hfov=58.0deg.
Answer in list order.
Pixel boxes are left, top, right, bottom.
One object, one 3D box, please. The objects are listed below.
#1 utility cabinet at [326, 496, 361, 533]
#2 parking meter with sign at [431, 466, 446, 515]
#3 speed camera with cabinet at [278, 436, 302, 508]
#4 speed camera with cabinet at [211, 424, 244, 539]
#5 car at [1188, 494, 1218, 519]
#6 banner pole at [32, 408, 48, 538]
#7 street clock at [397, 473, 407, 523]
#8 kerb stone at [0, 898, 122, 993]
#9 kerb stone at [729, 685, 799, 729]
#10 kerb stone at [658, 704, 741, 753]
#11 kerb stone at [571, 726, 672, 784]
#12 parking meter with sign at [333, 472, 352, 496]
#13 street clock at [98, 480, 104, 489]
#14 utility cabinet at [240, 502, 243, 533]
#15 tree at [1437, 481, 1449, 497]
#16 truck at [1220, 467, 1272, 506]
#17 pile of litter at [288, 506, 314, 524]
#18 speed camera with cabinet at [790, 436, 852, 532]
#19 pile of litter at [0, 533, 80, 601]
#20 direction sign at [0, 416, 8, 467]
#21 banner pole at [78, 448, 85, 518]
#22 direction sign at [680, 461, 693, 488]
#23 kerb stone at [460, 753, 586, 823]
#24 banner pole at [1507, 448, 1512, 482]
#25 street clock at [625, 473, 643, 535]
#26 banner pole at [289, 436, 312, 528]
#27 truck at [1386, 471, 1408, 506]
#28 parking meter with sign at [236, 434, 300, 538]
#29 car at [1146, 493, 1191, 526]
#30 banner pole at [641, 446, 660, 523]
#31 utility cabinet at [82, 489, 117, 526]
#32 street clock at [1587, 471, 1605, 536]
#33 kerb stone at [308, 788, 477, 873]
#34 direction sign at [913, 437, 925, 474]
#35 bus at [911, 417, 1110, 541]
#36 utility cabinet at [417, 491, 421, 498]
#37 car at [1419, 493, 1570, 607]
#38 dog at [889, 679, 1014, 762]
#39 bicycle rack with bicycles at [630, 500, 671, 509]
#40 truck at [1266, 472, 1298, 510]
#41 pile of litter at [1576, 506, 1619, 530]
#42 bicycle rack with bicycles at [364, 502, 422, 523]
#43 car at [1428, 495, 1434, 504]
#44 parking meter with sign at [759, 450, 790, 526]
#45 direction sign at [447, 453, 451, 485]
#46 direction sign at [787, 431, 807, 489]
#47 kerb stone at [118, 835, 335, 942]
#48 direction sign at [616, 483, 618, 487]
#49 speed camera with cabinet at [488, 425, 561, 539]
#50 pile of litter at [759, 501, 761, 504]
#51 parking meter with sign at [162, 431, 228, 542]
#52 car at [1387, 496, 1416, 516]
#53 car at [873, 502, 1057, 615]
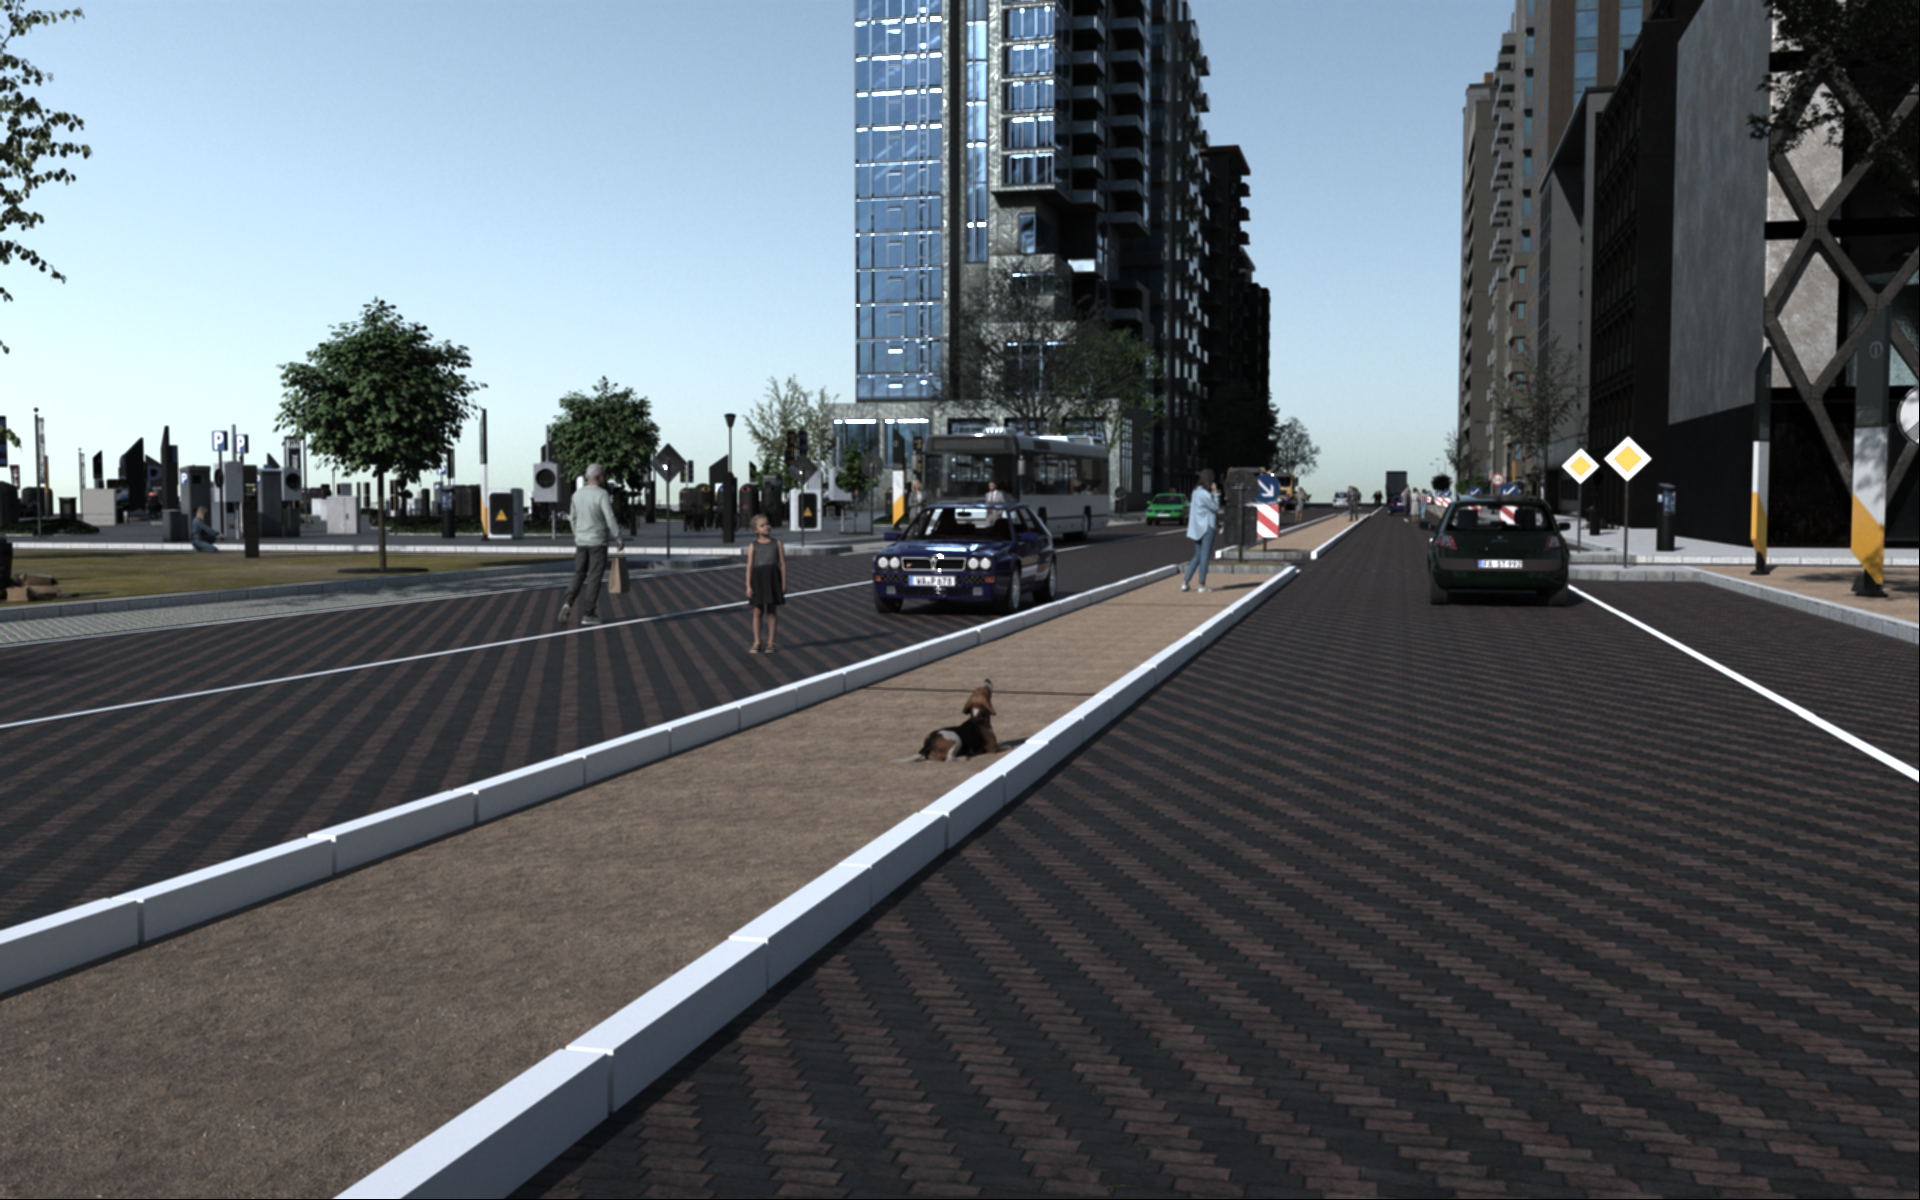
[{"bbox_3d":[-20.139,-2.777,56.571,1.020,1.237,0.306,0,4,6],"label":"utility cabinet"},{"bbox_3d":[-31.813,-6.689,105.625,0.543,3.016,1.738,0,4,-2],"label":"parking meter with sign"},{"bbox_3d":[-23.378,-3.934,58.649,0.660,3.252,2.038,3,5,41],"label":"speed camera with cabinet"},{"bbox_3d":[-21.263,-3.379,49.575,2.038,3.252,0.660,3,5,41],"label":"speed camera with cabinet"},{"bbox_3d":[13.861,-5.506,99.618,1.945,1.707,3.694,1,4,13],"label":"car"},{"bbox_3d":[-26.547,-3.670,50.018,0.863,3.779,0.401,3,5,45],"label":"banner pole"},{"bbox_3d":[-19.533,-3.432,60.688,0.358,2.002,0.471,-2,4,-34],"label":"street clock"},{"bbox_3d":[-2.780,1.051,5.005,0.120,0.150,1.000,1,4,14],"label":"kerb stone"},{"bbox_3d":[-1.263,0.687,10.972,0.120,0.150,1.000,1,4,14],"label":"kerb stone"},{"bbox_3d":[-1.518,0.747,9.981,0.120,0.150,1.000,1,4,14],"label":"kerb stone"},{"bbox_3d":[-1.770,0.808,8.987,0.120,0.150,1.000,1,4,14],"label":"kerb stone"},{"bbox_3d":[-42.295,-7.532,119.407,1.738,3.016,0.543,-1,4,-22],"label":"parking meter with sign"},{"bbox_3d":[-45.084,-5.285,90.982,0.358,2.002,0.471,-1,4,-20],"label":"street clock"},{"bbox_3d":[-22.951,-2.922,56.452,1.173,1.500,0.318,0,4,2],"label":"utility cabinet"},{"bbox_3d":[68.205,-15.329,245.230,1.663,3.219,1.824,0,3,0],"label":"tree"},{"bbox_3d":[21.229,-8.032,127.254,3.469,3.379,9.791,1,4,14],"label":"truck"},{"bbox_3d":[-28.908,-3.777,75.723,1.176,0.858,1.719,-2,4,-32],"label":"pile of litter"},{"bbox_3d":[-4.720,-3.943,58.808,2.038,3.252,0.660,-1,4,-22],"label":"speed camera with cabinet"},{"bbox_3d":[-11.535,-0.434,21.057,1.176,0.858,1.719,3,4,37],"label":"pile of litter"},{"bbox_3d":[-28.018,-3.551,50.059,0.876,3.537,0.379,-2,4,-30],"label":"direction sign"},{"bbox_3d":[-47.672,-6.365,94.077,0.863,3.779,0.401,3,5,44],"label":"banner pole"},{"bbox_3d":[-18.443,-7.645,116.992,0.876,3.537,0.379,-1,4,-18],"label":"direction sign"},{"bbox_3d":[-2.020,0.869,7.996,0.120,0.150,1.000,1,4,14],"label":"kerb stone"},{"bbox_3d":[29.875,-6.378,94.291,0.401,3.779,0.863,2,4,33],"label":"banner pole"},{"bbox_3d":[-10.189,-3.023,53.992,0.471,2.002,0.358,-1,4,-8],"label":"street clock"},{"bbox_3d":[-25.124,-4.639,65.870,0.863,3.779,0.401,0,4,5],"label":"banner pole"},{"bbox_3d":[55.223,-14.075,219.046,2.839,4.237,11.283,1,4,15],"label":"truck"},{"bbox_3d":[-20.537,-3.377,51.470,0.543,3.016,1.738,3,4,37],"label":"parking meter with sign"},{"bbox_3d":[9.714,-4.372,80.283,1.959,1.807,4.718,1,4,14],"label":"car"},{"bbox_3d":[-13.967,-5.375,77.893,0.863,3.779,0.401,-1,4,-14],"label":"banner pole"},{"bbox_3d":[-34.302,-3.693,69.057,1.173,1.500,0.318,-1,4,-13],"label":"utility cabinet"},{"bbox_3d":[20.109,-3.069,54.745,0.471,2.002,0.358,-1,4,-20],"label":"street clock"},{"bbox_3d":[-2.278,0.929,7.000,0.120,0.150,1.000,1,4,14],"label":"kerb stone"},{"bbox_3d":[-1.405,-4.666,68.290,0.876,3.537,0.379,1,4,8],"label":"direction sign"},{"bbox_3d":[1.773,-3.361,49.813,2.948,3.499,13.247,1,4,16],"label":"bus"},{"bbox_3d":[-38.614,-7.080,124.433,0.318,1.500,1.173,-3,5,-41],"label":"utility cabinet"},{"bbox_3d":[7.269,-0.841,23.534,2.009,1.686,4.222,1,4,15],"label":"car"},{"bbox_3d":[-0.052,0.657,9.457,0.748,0.427,0.550,0,4,-6],"label":"dog"},{"bbox_3d":[-19.362,-5.728,107.039,2.852,0.926,2.925,3,5,44],"label":"bicycle rack with bicycles"},{"bbox_3d":[28.740,-9.783,155.868,3.469,3.379,9.791,1,4,12],"label":"truck"},{"bbox_3d":[23.345,-3.018,63.307,1.176,0.858,1.719,-1,4,-13],"label":"pile of litter"},{"bbox_3d":[-25.068,-3.855,76.413,2.852,0.926,2.925,0,4,-1],"label":"bicycle rack with bicycles"},{"bbox_3d":[62.698,-13.635,232.518,1.945,1.707,3.694,1,4,13],"label":"car"},{"bbox_3d":[-7.554,-4.493,69.725,1.738,3.016,0.543,2,4,28],"label":"parking meter with sign"},{"bbox_3d":[-25.265,-5.732,85.722,0.379,3.537,0.876,0,4,-5],"label":"direction sign"},{"bbox_3d":[-5.846,-4.292,62.175,0.876,3.537,0.379,-3,5,-42],"label":"direction sign"},{"bbox_3d":[-2.526,0.995,5.998,0.120,0.150,1.000,1,4,14],"label":"kerb stone"},{"bbox_3d":[-17.966,-6.036,90.690,0.876,3.537,0.379,3,4,36],"label":"direction sign"},{"bbox_3d":[-12.467,-3.367,49.386,2.038,3.252,0.660,0,4,-3],"label":"speed camera with cabinet"},{"bbox_3d":[-13.088,-6.169,114.820,1.719,0.858,1.176,-3,5,-39],"label":"pile of litter"},{"bbox_3d":[-20.867,-3.116,47.205,0.543,3.016,1.738,2,4,31],"label":"parking meter with sign"},{"bbox_3d":[29.656,-6.336,116.179,1.945,1.354,3.894,1,4,12],"label":"car"},{"bbox_3d":[0.116,-0.570,21.901,1.945,1.354,3.894,1,4,13],"label":"car"}]
